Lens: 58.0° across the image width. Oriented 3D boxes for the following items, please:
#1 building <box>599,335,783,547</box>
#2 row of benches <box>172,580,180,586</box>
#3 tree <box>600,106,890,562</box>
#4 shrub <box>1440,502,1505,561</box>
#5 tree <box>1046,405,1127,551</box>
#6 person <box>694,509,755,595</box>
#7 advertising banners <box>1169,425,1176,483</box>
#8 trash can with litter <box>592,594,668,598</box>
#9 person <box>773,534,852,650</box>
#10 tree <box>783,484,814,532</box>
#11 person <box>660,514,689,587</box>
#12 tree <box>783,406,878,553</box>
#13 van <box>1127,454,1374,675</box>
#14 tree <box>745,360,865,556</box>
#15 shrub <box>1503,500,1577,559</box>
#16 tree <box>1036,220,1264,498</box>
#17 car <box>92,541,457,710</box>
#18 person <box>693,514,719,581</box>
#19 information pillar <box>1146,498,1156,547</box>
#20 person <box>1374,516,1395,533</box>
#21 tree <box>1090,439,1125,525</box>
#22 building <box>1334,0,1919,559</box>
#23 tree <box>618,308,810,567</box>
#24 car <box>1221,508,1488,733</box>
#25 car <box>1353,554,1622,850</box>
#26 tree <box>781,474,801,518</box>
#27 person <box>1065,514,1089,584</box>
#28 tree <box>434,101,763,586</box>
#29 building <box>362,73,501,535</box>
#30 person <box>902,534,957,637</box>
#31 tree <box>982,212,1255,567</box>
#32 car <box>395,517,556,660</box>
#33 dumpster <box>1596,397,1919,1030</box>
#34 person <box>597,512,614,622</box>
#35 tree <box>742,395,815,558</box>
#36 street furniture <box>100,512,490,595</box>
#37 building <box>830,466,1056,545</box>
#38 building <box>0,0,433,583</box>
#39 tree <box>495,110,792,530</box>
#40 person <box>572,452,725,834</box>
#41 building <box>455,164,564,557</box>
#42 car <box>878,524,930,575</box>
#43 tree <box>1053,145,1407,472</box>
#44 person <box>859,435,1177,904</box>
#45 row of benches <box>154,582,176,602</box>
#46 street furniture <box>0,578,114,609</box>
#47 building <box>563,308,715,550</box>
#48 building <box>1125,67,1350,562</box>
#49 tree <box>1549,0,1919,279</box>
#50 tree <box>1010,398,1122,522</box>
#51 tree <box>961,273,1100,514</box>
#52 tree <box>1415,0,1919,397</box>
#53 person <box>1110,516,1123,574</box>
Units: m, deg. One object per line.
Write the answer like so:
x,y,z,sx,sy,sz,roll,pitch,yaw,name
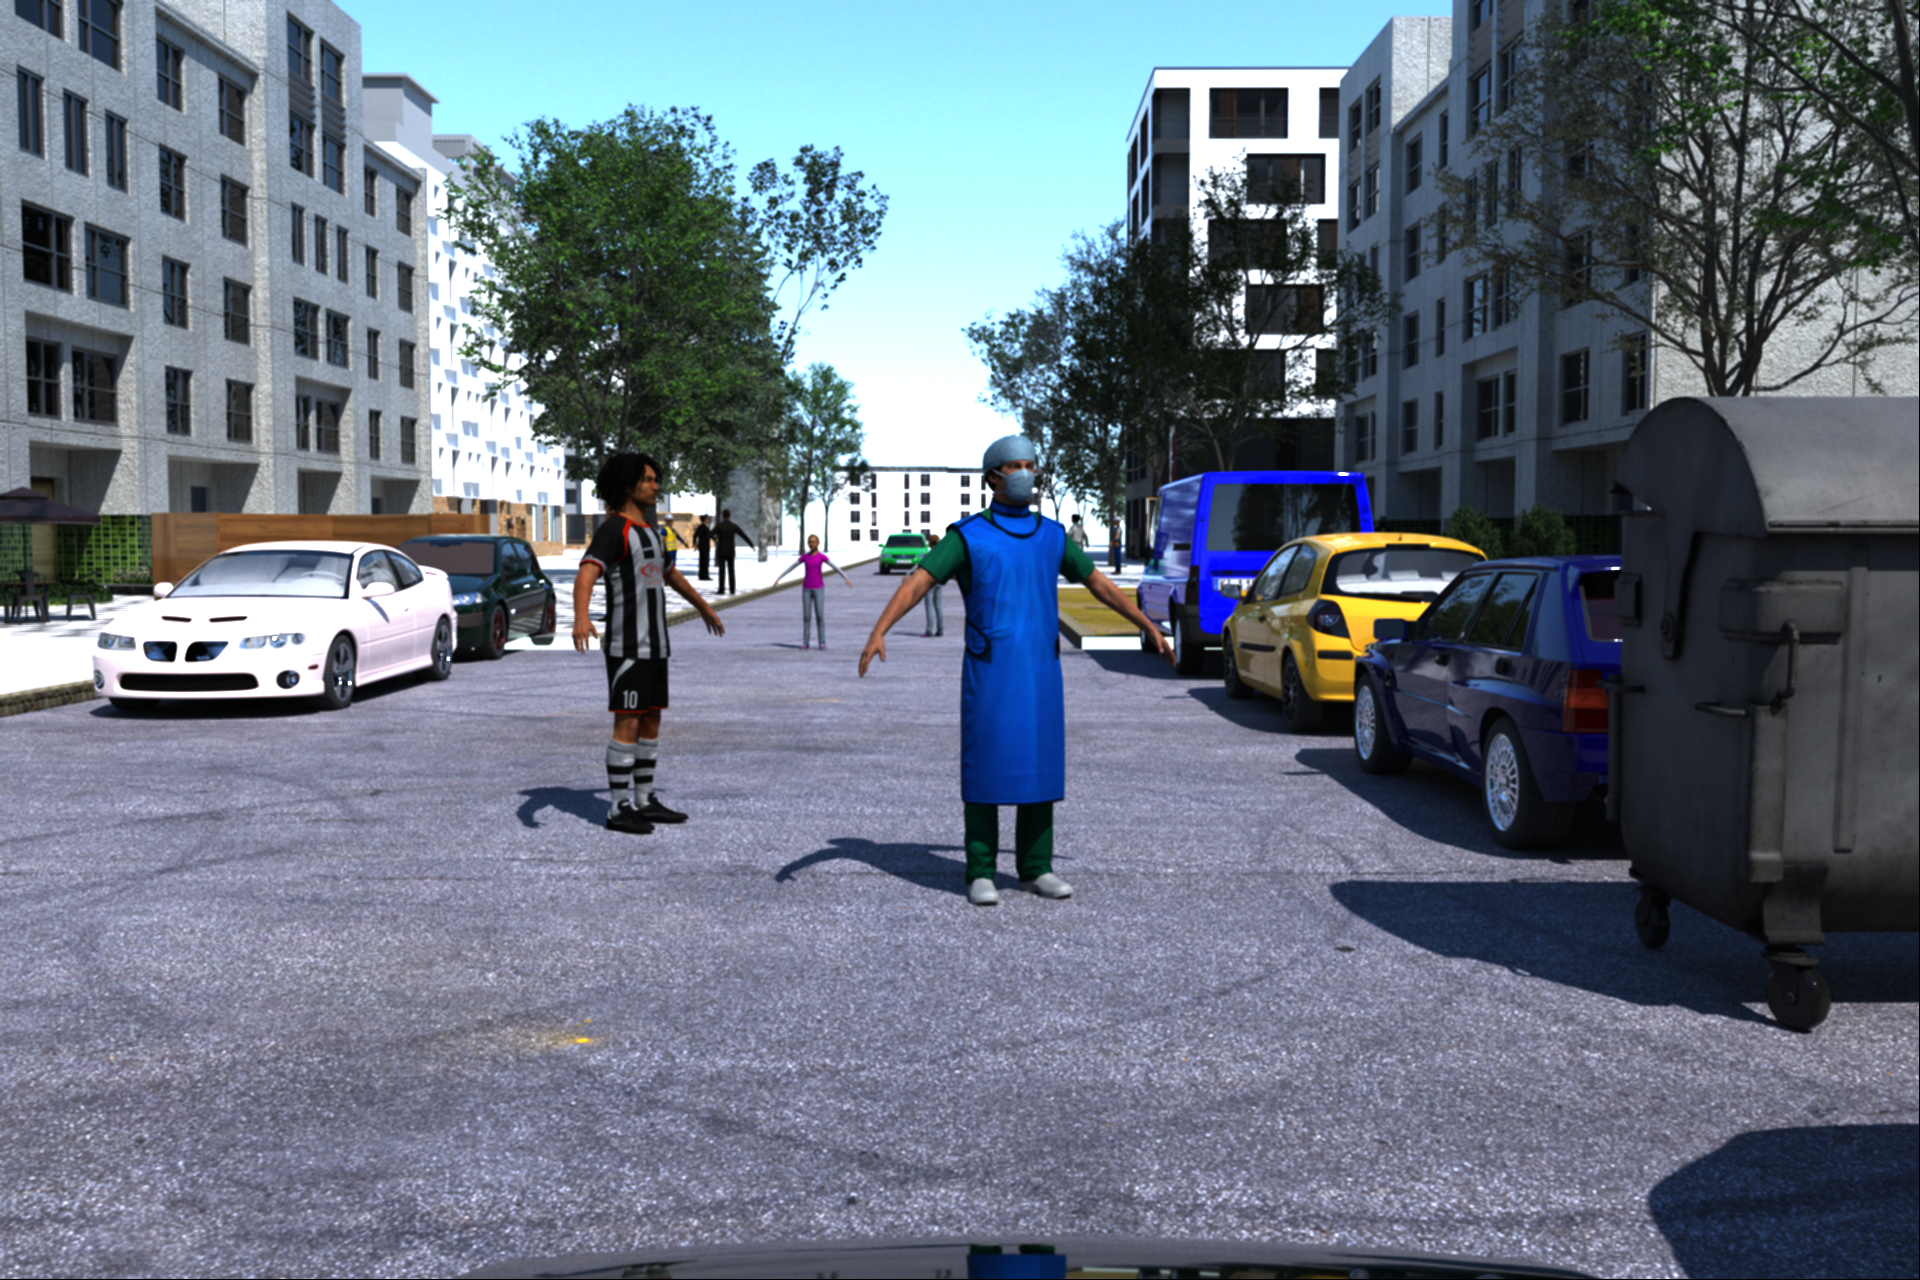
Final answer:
-28.835,-21.393,180.709,19.493,23.208,18.063,0,4,0,building
-9.842,-0.661,26.264,1.422,0.672,4.104,3,4,38,row of benches
-10.348,-13.616,78.518,12.611,20.169,13.585,0,3,0,tree
11.810,-2.199,40.371,1.690,2.028,1.600,0,3,0,shrub
6.233,-8.385,87.464,4.737,8.622,4.395,0,3,0,tree
-4.961,-1.865,36.712,1.346,1.802,0.704,-2,4,-25,person
3.400,-1.995,28.806,0.090,3.025,2.074,0,4,-1,advertising banners
-6.679,-1.492,35.446,1.678,1.210,2.233,0,4,1,trash can with litter
-1.825,-0.594,21.442,0.991,1.433,0.599,0,4,5,person
-19.965,-16.443,219.203,4.360,8.622,3.978,0,3,0,tree
-7.026,-2.193,42.320,0.721,1.772,1.216,2,4,27,person
-8.966,-11.312,119.356,7.601,10.594,8.767,-3,4,-36,tree
3.135,-0.909,19.251,2.240,2.365,5.245,0,3,0,van
-9.241,-10.827,102.781,9.928,11.665,9.643,0,3,0,tree
12.789,-2.062,38.140,1.690,2.028,1.600,0,3,0,shrub
5.784,-7.221,52.474,7.601,10.594,8.767,-1,4,-21,tree
-5.956,-0.198,15.595,2.083,1.381,4.827,0,3,0,car
-7.034,-2.561,47.812,0.705,1.837,1.347,-3,5,-42,person
3.957,-1.889,35.385,0.304,2.012,0.304,0,4,0,information pillar
13.200,-2.958,54.140,1.354,1.856,0.705,0,4,6,person
21.241,-19.048,218.095,9.857,13.997,8.962,0,3,0,tree
23.098,-11.362,52.226,16.747,18.905,31.486,0,4,0,building
-9.486,-8.082,66.550,8.767,10.594,7.601,1,4,11,tree
3.196,-0.227,13.933,2.015,1.641,3.980,0,4,-1,car
3.297,0.206,9.217,1.945,1.354,3.894,0,4,-1,car
-22.526,-17.003,212.413,7.601,10.594,8.767,0,4,-7,tree
2.978,-2.377,45.051,0.705,1.806,1.347,3,5,41,person
-8.734,-7.171,42.995,9.928,11.665,9.643,0,3,0,tree
-27.733,-13.217,72.518,16.016,20.090,11.380,0,4,1,building
-0.408,-0.760,24.156,0.991,1.433,0.599,-3,5,-42,person
5.882,-9.595,67.241,12.009,13.543,11.850,0,3,0,tree
-6.107,-0.683,20.951,2.009,1.686,4.222,0,4,0,car
3.112,0.168,5.468,1.865,1.857,1.264,0,4,0,dumpster
-5.064,-1.163,25.200,0.705,1.806,1.347,-3,5,-40,person
-9.643,-8.601,90.986,4.360,8.622,3.978,0,3,0,tree
-14.063,-1.990,39.391,11.010,1.723,9.812,2,4,25,street furniture
-2.090,-16.567,215.469,28.070,9.664,9.099,0,4,-7,building
-29.136,-11.363,52.242,16.747,18.905,31.486,0,4,0,building
-9.454,-8.942,52.862,9.857,13.997,8.962,0,3,0,tree
-1.552,0.011,8.427,0.704,1.843,1.345,1,4,19,person
-28.516,-14.290,90.067,16.016,20.090,11.380,0,4,-1,building
-1.939,-3.272,62.286,1.959,1.807,4.718,0,4,0,car
6.422,-6.619,42.633,8.767,10.594,7.601,0,4,7,tree
0.214,0.109,6.797,1.347,1.817,0.704,-1,4,-23,person
-9.023,-0.443,22.707,4.104,0.672,1.422,2,4,32,row of benches
-20.547,-0.879,29.991,10.072,0.657,5.734,0,4,2,street furniture
-27.396,-17.664,145.227,16.016,20.090,11.380,0,4,0,building
22.581,-15.193,92.379,27.936,21.610,32.646,0,4,0,building
9.008,-5.466,15.120,9.928,11.665,9.643,0,3,0,tree
6.550,-10.952,113.482,8.767,10.594,7.601,1,4,11,tree
6.525,-16.554,126.550,12.611,20.169,13.585,0,3,0,tree
13.067,-7.271,29.246,12.009,13.543,11.850,0,3,0,tree
5.003,-3.026,55.326,0.705,1.847,1.347,1,4,14,person
